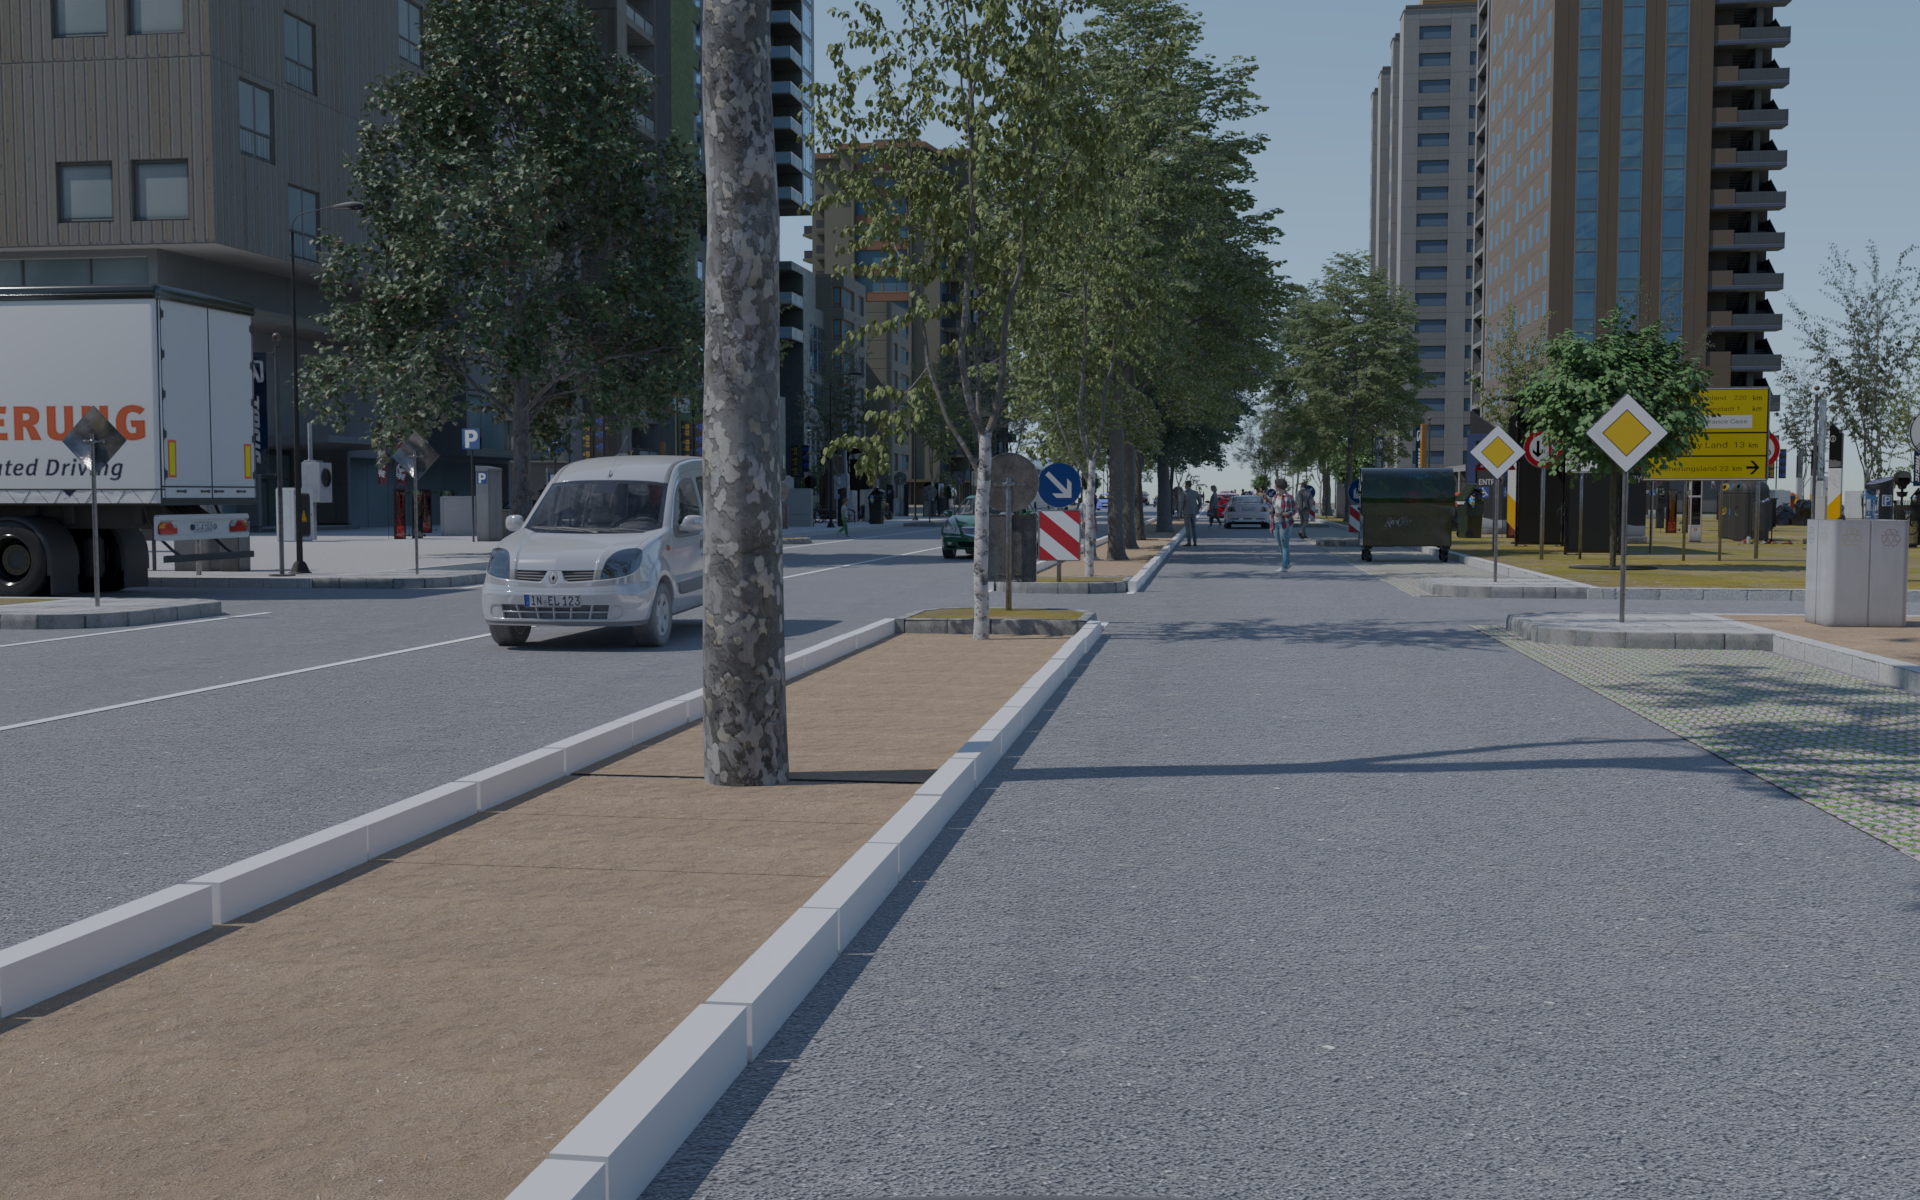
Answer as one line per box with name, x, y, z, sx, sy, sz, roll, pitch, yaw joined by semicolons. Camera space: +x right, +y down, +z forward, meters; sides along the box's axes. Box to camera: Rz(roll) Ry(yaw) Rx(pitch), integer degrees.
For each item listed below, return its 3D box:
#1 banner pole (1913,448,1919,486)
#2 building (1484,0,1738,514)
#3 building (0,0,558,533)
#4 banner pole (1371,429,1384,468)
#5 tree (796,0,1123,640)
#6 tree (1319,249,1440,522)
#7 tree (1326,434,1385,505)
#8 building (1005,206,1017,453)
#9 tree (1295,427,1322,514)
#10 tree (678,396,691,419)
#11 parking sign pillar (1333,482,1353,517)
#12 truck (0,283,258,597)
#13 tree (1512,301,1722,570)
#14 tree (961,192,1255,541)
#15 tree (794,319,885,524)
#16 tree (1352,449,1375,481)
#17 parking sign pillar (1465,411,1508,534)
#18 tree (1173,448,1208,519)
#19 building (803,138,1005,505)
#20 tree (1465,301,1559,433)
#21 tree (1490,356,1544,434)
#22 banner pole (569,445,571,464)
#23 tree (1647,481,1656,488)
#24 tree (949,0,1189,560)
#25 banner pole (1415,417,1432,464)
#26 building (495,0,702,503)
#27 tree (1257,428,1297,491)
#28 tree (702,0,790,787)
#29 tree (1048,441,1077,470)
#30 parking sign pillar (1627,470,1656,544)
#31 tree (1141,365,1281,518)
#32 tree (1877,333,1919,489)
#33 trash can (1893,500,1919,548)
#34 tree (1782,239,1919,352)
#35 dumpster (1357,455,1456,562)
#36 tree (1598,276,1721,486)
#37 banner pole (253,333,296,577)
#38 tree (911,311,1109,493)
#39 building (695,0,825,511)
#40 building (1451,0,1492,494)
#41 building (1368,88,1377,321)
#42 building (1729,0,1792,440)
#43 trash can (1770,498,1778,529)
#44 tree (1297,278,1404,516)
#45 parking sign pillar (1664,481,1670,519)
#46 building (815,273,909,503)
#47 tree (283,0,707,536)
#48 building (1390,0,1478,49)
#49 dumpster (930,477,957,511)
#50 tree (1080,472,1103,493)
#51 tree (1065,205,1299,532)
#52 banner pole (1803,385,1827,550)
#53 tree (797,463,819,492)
banner pole;37.364;-4.734;67.415;0.401;3.779;0.863;0;4;-6
building;47.447;-29.266;128.617;14.600;45.320;14.200;1;4;8
building;-33.228;-29.072;64.560;28.713;52.752;27.495;1;4;8
banner pole;15.869;-4.650;66.048;0.401;3.779;0.863;-2;4;-26
tree;0.205;-3.922;16.948;4.737;8.622;4.395;0;3;0
tree;18.565;-9.945;80.728;7.486;12.596;7.792;0;3;0
tree;20.133;-6.360;87.707;4.285;4.588;4.351;0;3;0
building;-3.663;-36.083;244.576;22.147;44.769;28.867;1;4;8
tree;23.248;-9.869;111.717;4.737;8.622;4.395;0;3;0
tree;-7.381;-6.472;56.186;4.737;8.622;4.395;0;3;0
parking sign pillar;21.200;-6.506;94.845;1.447;3.967;1.447;-1;4;-19
truck;-16.027;-2.206;24.986;11.283;4.237;2.839;0;4;8
tree;11.252;-2.818;29.786;4.285;4.588;4.351;0;3;0
tree;5.434;-7.640;53.130;9.928;11.665;9.643;0;3;0
tree;-5.168;-7.522;73.341;4.360;8.622;3.978;0;3;0
tree;17.091;-4.822;73.435;1.663;3.219;1.824;0;3;0
parking sign pillar;16.938;-4.110;55.663;1.447;3.967;1.447;3;5;43
tree;12.542;-8.926;98.760;4.360;8.622;3.978;0;3;0
building;-7.447;-34.335;216.008;22.147;44.769;28.867;1;4;8
tree;21.216;-7.029;65.292;4.737;8.622;4.395;0;3;0
tree;29.891;-8.616;91.240;4.360;8.622;3.978;0;3;0
banner pole;-13.486;-4.276;59.934;0.401;3.779;0.863;-1;4;-16
tree;31.753;-8.041;81.828;4.737;8.622;4.395;0;3;0
tree;3.439;-7.111;36.857;7.486;12.596;7.792;0;3;0
banner pole;15.106;-4.061;56.414;0.401;3.779;0.863;-2;4;-27
building;-22.693;-25.004;92.403;14.154;41.232;14.086;1;4;8
tree;31.382;-13.450;170.266;4.360;8.622;3.978;0;3;0
tree;0.011;-9.092;6.993;12.611;20.169;13.585;0;3;0
tree;10.558;-13.918;177.914;4.360;8.622;3.978;0;3;0
parking sign pillar;17.151;-3.460;45.048;1.447;3.967;1.447;0;4;-2
tree;8.853;-8.342;73.265;8.767;10.594;7.601;1;4;8
tree;42.290;-7.670;75.762;4.737;8.622;4.395;0;3;0
trash can;22.700;-1.825;41.496;0.748;1.137;0.748;0;3;0
tree;25.739;-6.057;49.400;4.360;8.622;3.978;0;3;0
dumpster;9.426;-1.939;36.656;1.985;2.255;1.502;1;4;9
tree;23.618;-6.673;59.463;4.360;8.622;3.978;0;3;0
banner pole;-10.833;-2.260;26.962;0.863;3.779;0.401;0;4;-3
tree;1.570;-12.455;114.004;12.009;13.543;11.850;0;3;0
building;-21.963;-49.378;120.001;22.319;86.520;31.000;1;4;8
building;52.916;-43.220;144.899;20.563;71.187;20.611;1;4;8
building;67.061;-42.604;238.573;21.231;58.520;28.212;1;4;8
building;44.994;-28.412;114.652;14.600;45.320;14.200;1;4;8
trash can;29.802;-3.198;63.938;0.748;1.137;0.748;0;3;0
tree;21.609;-11.923;101.595;9.857;13.997;8.962;0;3;0
parking sign pillar;36.642;-6.254;90.731;1.447;3.967;1.447;-3;4;-38
building;-20.667;-18.795;152.330;27.650;21.520;28.899;1;4;8
tree;-9.249;-7.317;36.643;9.611;12.733;9.660;0;3;0
building;62.826;-40.886;210.492;21.231;58.520;28.212;1;4;8
dumpster;-1.074;-5.995;100.519;1.502;2.255;1.985;1;4;8
tree;16.151;-14.228;216.343;4.285;4.588;4.351;0;3;0
tree;7.675;-9.499;64.428;9.857;13.997;8.962;0;3;0
banner pole;19.896;-3.065;40.137;0.863;3.779;0.401;-3;5;-44
tree;-8.288;-6.031;93.203;1.663;3.219;1.824;0;3;0
